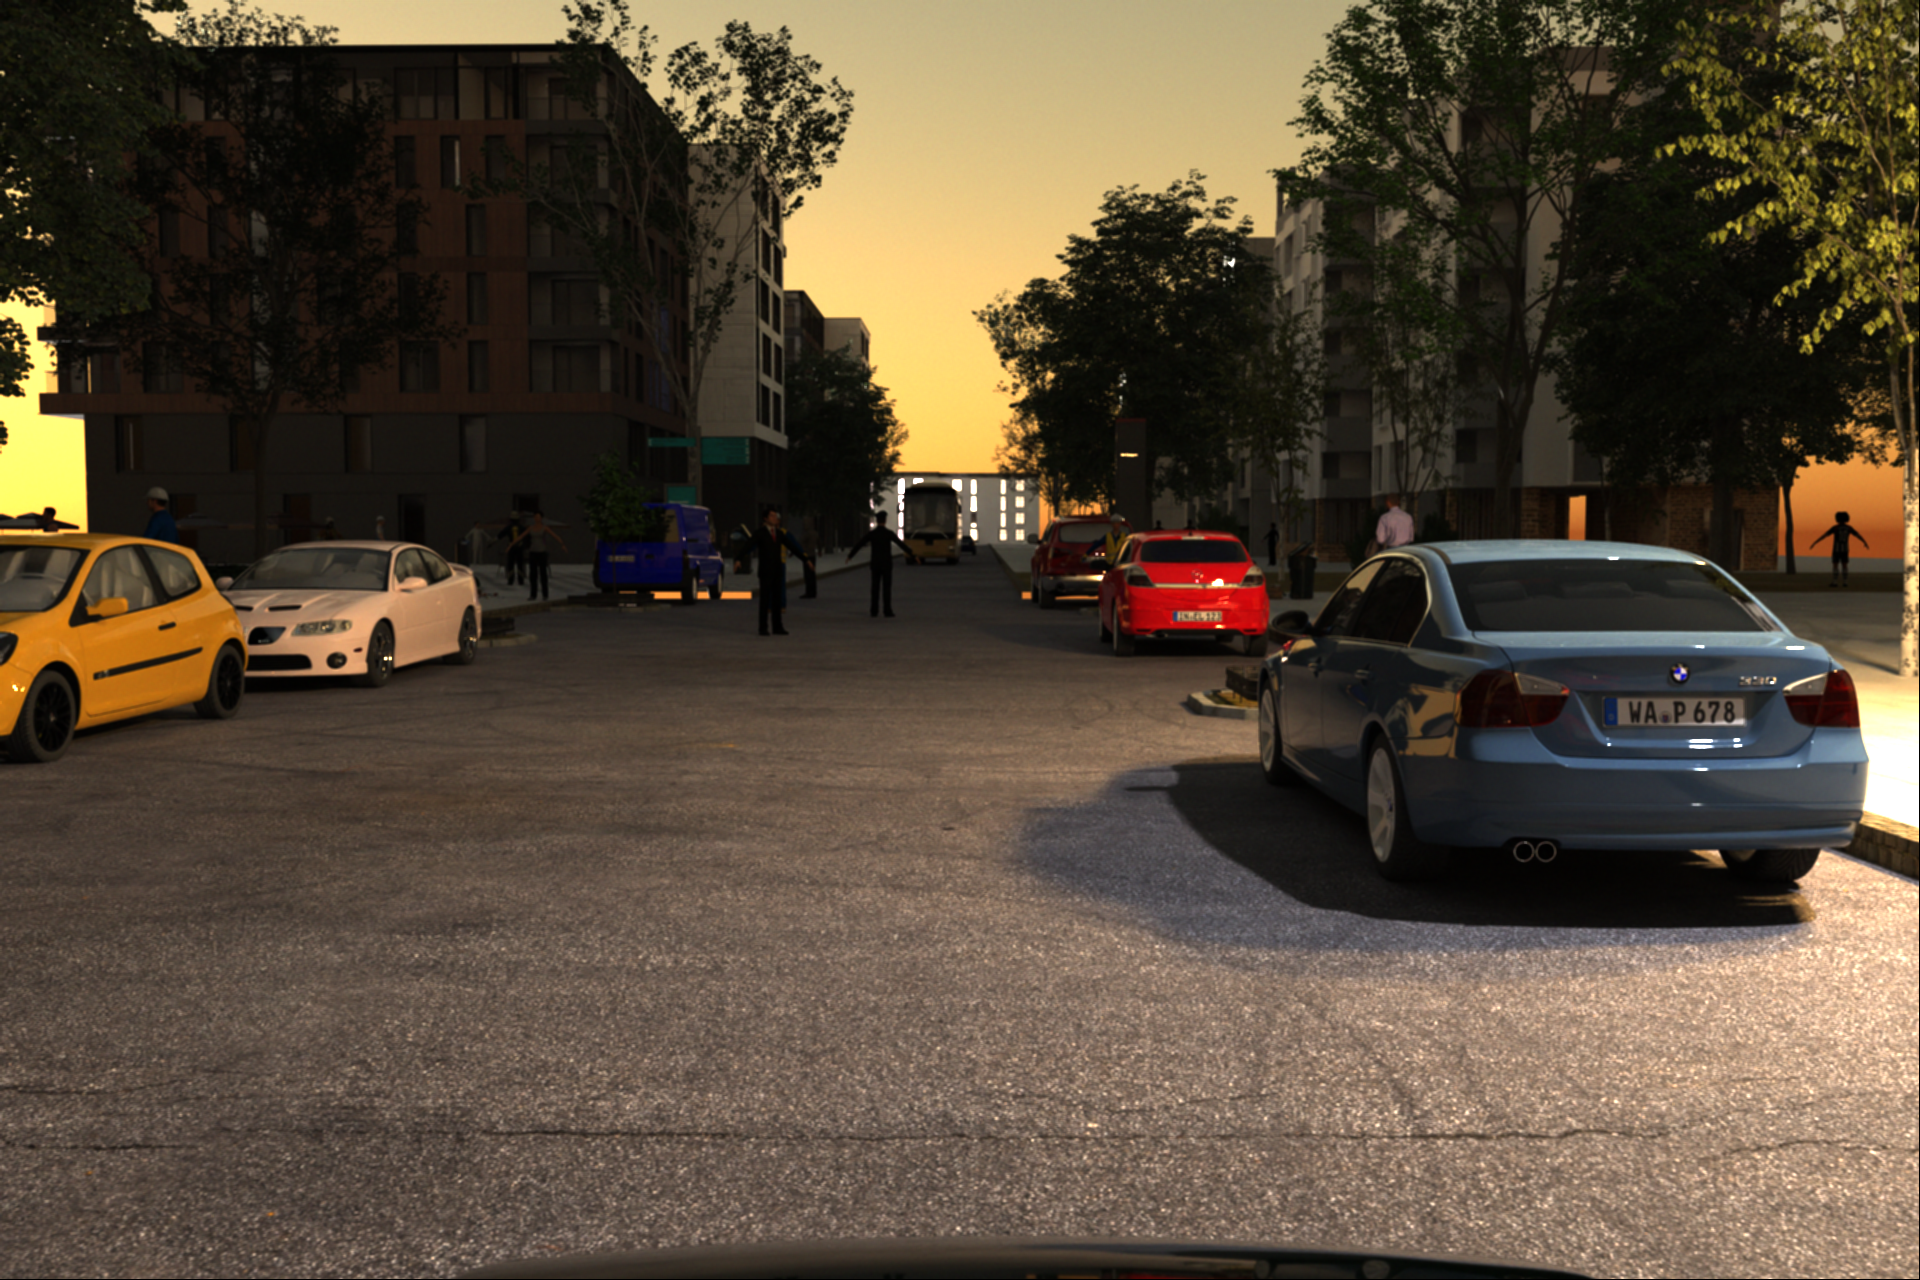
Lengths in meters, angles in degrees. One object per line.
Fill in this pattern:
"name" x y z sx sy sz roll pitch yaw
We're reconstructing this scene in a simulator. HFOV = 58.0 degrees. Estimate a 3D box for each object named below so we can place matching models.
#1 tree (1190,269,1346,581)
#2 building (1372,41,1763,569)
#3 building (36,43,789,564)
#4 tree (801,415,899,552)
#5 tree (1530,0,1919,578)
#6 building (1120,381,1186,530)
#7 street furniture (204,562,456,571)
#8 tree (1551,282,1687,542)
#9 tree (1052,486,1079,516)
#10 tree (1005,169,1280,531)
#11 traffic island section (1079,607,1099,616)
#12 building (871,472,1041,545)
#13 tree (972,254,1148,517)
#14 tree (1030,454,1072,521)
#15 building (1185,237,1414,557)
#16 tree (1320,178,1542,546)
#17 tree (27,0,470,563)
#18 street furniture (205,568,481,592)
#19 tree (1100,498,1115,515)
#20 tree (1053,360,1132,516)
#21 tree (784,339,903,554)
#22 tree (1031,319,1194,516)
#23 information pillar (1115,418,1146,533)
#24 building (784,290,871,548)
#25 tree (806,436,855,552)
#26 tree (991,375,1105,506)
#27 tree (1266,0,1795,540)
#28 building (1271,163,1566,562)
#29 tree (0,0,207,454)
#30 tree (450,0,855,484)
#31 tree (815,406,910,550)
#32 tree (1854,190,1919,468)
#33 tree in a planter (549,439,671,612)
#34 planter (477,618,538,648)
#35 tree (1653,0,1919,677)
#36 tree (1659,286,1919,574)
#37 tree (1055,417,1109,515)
"tree" 8.642 -5.923 47.210 4.737 8.622 4.395 0 3 0
"building" 22.878 -13.247 73.002 16.016 20.090 11.380 0 4 1
"building" -24.755 -14.991 89.079 27.936 21.610 32.646 0 4 1
"tree" -8.572 -11.787 127.129 8.767 10.594 7.601 0 4 4
"tree" 18.273 -8.242 41.418 9.857 13.997 8.962 0 3 0
"building" 26.050 -19.015 177.356 16.747 18.905 31.486 0 4 1
"street furniture" -18.672 -1.856 45.965 10.072 0.657 5.734 0 4 2
"tree" 18.958 -6.101 50.112 4.737 8.622 4.395 0 3 0
"tree" 14.810 -17.166 231.025 4.360 8.622 3.978 0 3 0
"tree" 6.467 -9.446 61.094 9.857 13.997 8.962 0 3 0
"traffic island section" 3.146 -0.498 31.008 1.991 0.108 1.994 0 4 1
"building" -3.145 -17.700 233.993 28.070 9.664 9.099 0 4 -4
"tree" 7.478 -16.014 117.710 12.611 20.169 13.585 0 3 0
"tree" 7.217 -11.747 142.419 4.360 8.622 3.978 0 3 0
"building" 24.792 -15.009 111.857 16.747 18.905 31.486 0 4 1
"tree" 9.060 -5.217 35.655 4.360 8.622 3.978 0 3 0
"tree" -12.490 -5.856 30.151 8.767 10.594 7.601 1 4 9
"street furniture" -16.079 -1.407 38.639 10.072 0.657 5.734 0 4 -5
"tree" 22.356 -18.274 233.187 7.601 10.594 8.767 1 4 9
"tree" 6.115 -7.414 71.574 4.360 8.622 3.978 0 3 0
"tree" -8.633 -12.577 112.296 9.857 13.997 8.962 0 3 0
"tree" 7.077 -9.387 79.232 9.928 11.665 9.643 0 3 0
"information pillar" 3.838 -3.039 39.060 0.750 3.857 0.750 0 4 0
"building" -23.362 -19.440 161.826 27.936 21.610 32.646 0 4 1
"tree" -8.410 -10.427 120.847 4.360 8.622 3.978 0 3 0
"tree" 7.389 -13.584 132.463 12.009 13.543 11.850 0 3 0
"tree" 8.898 -6.230 27.616 9.928 11.665 9.643 0 3 0
"building" 21.700 -14.317 90.508 16.016 20.090 11.380 0 4 1
"tree" -13.048 -6.873 19.037 9.857 13.997 8.962 0 3 0
"tree" -10.730 -12.540 60.924 12.611 20.169 13.585 0 3 0
"tree" -8.156 -12.994 138.201 9.928 11.665 9.643 0 3 0
"tree" 27.592 -7.839 46.292 7.486 12.596 7.792 0 3 0
"tree in a planter" -6.533 -2.166 32.636 1.991 3.239 1.994 0 4 1
"planter" -6.664 -0.098 22.745 1.991 0.319 1.994 0 4 1
"tree" 8.415 -3.967 15.221 4.737 8.622 4.395 0 3 0
"tree" 26.553 -7.393 55.285 8.767 10.594 7.601 0 4 2
"tree" 7.276 -9.242 101.469 4.737 8.622 4.395 0 3 0
